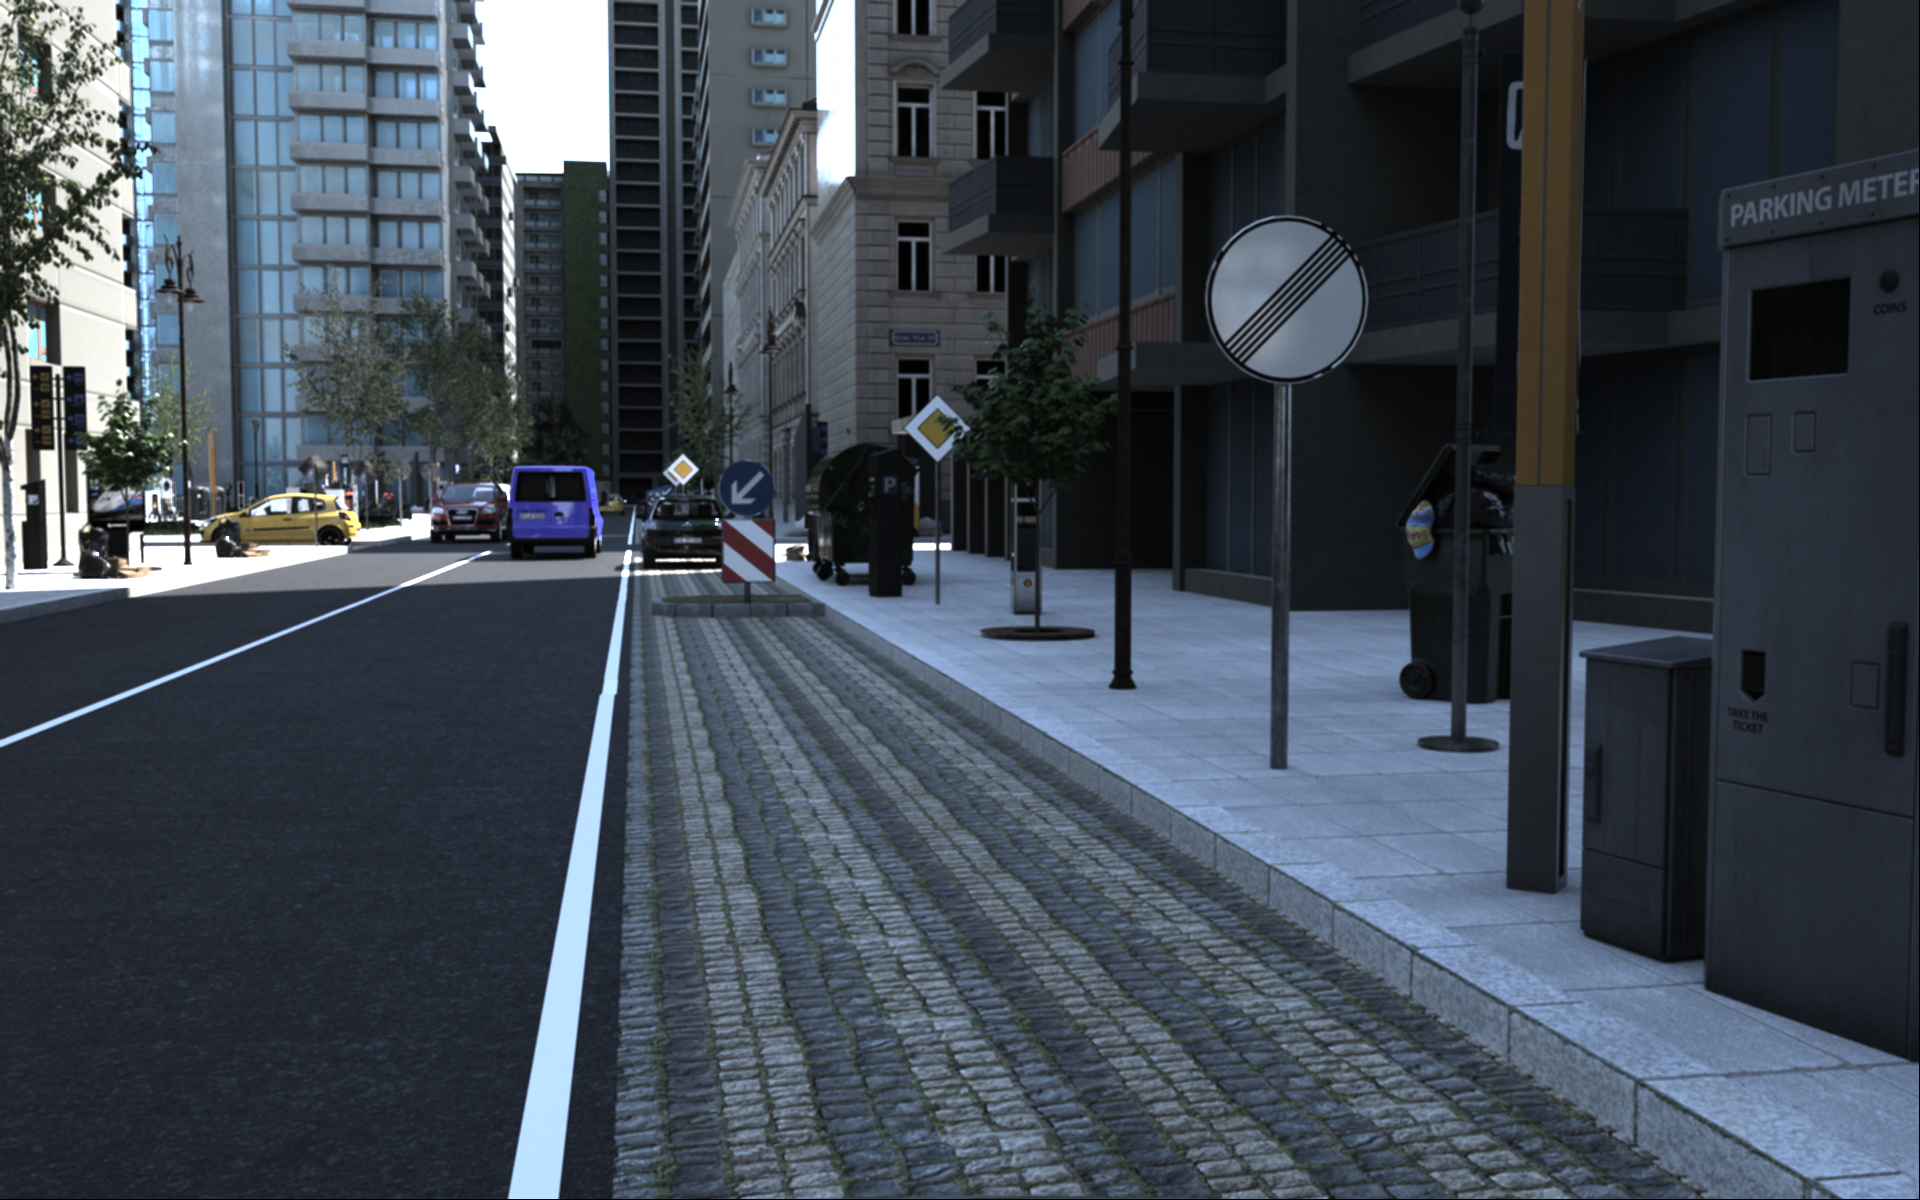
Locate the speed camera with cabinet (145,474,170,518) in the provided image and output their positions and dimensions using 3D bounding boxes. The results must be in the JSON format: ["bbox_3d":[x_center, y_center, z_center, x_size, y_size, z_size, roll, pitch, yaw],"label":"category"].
[{"bbox_3d":[-43.705,-6.099,94.046,0.660,3.252,2.038,0,4,4],"label":"speed camera with cabinet"}]

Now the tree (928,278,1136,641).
[{"bbox_3d":[0.689,-1.289,15.681,1.663,3.219,1.824,0,3,0],"label":"tree"}]

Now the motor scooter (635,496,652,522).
[{"bbox_3d":[-16.214,-4.646,88.737,0.815,1.314,1.986,-1,4,-9],"label":"motor scooter"}]

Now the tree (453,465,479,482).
[{"bbox_3d":[-34.001,-7.687,120.288,1.663,3.219,1.824,0,3,0],"label":"tree"}]

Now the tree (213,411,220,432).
[{"bbox_3d":[-41.004,-8.549,90.142,4.737,8.622,4.395,0,3,0],"label":"tree"}]

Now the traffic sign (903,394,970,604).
[{"bbox_3d":[-0.263,-1.156,20.085,0.795,2.450,0.064,0,4,-5],"label":"traffic sign"}]

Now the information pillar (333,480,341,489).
[{"bbox_3d":[-32.239,-5.209,89.655,0.304,2.012,0.304,1,4,23],"label":"information pillar"}]

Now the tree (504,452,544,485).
[{"bbox_3d":[-35.760,-9.721,142.644,4.285,4.588,4.351,0,3,0],"label":"tree"}]

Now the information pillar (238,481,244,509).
[{"bbox_3d":[-41.662,-5.864,100.365,0.304,2.012,0.304,-2,4,-26],"label":"information pillar"}]

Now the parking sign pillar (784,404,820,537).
[{"bbox_3d":[-4.638,-3.921,52.586,1.447,3.967,1.447,-1,4,-21],"label":"parking sign pillar"}]

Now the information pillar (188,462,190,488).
[{"bbox_3d":[-48.545,-7.184,108.812,0.504,3.616,0.183,2,4,31],"label":"information pillar"}]

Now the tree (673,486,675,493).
[{"bbox_3d":[-28.083,-10.860,172.166,1.663,3.219,1.824,0,3,0],"label":"tree"}]

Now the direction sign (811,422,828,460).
[{"bbox_3d":[-4.548,-3.801,54.151,0.876,3.537,0.379,-2,4,-27],"label":"direction sign"}]

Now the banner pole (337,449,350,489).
[{"bbox_3d":[-34.462,-6.525,96.700,0.401,3.779,0.863,3,5,40],"label":"banner pole"}]

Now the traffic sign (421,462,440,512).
[{"bbox_3d":[-21.278,-4.254,69.651,0.768,2.556,0.104,0,4,-1],"label":"traffic sign"}]

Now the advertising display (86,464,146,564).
[{"bbox_3d":[-15.415,-1.617,31.655,0.974,1.923,0.123,-3,5,-41],"label":"advertising display"}]

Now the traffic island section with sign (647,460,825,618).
[{"bbox_3d":[-2.720,-0.752,20.918,1.989,1.847,2.006,-1,4,-11],"label":"traffic island section with sign"}]

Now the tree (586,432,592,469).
[{"bbox_3d":[-38.055,-13.786,159.811,8.767,10.594,7.601,0,4,-6],"label":"tree"}]

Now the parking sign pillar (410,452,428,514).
[{"bbox_3d":[-34.697,-7.469,110.589,1.447,3.967,1.447,-2,4,-35],"label":"parking sign pillar"}]

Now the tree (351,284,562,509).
[{"bbox_3d":[-23.990,-8.777,77.918,8.767,10.594,7.601,3,4,36],"label":"tree"}]

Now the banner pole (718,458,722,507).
[{"bbox_3d":[-16.183,-7.771,117.065,0.401,3.779,0.863,1,4,11],"label":"banner pole"}]

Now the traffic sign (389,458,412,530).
[{"bbox_3d":[-20.016,-3.784,61.982,0.768,2.556,0.104,-1,4,-10],"label":"traffic sign"}]

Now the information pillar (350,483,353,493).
[{"bbox_3d":[-40.655,-6.821,116.014,0.304,2.012,0.304,0,4,7],"label":"information pillar"}]

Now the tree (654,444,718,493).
[{"bbox_3d":[-16.617,-7.524,106.727,4.285,4.588,4.351,0,3,0],"label":"tree"}]

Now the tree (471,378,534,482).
[{"bbox_3d":[-28.058,-9.493,105.578,4.737,8.622,4.395,0,3,0],"label":"tree"}]

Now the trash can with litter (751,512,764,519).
[{"bbox_3d":[-8.104,-3.356,65.931,2.233,1.210,1.678,-2,4,-27],"label":"trash can with litter"}]

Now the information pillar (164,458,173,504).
[{"bbox_3d":[-50.750,-7.325,111.121,0.504,3.616,0.183,-2,4,-23],"label":"information pillar"}]

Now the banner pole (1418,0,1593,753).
[{"bbox_3d":[2.755,-1.144,8.716,0.863,3.779,0.401,-1,4,-11],"label":"banner pole"}]

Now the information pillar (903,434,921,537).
[{"bbox_3d":[-1.426,-3.664,51.267,0.504,3.616,0.183,-1,4,-18],"label":"information pillar"}]

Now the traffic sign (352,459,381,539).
[{"bbox_3d":[-16.797,-2.778,49.069,0.795,2.450,0.064,-1,4,-11],"label":"traffic sign"}]

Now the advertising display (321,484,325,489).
[{"bbox_3d":[-41.411,-6.516,111.751,0.974,1.923,0.123,-3,4,-36],"label":"advertising display"}]

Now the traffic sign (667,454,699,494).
[{"bbox_3d":[-6.830,-2.394,42.779,0.795,2.450,0.064,-1,4,-11],"label":"traffic sign"}]

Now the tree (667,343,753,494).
[{"bbox_3d":[-12.376,-8.163,83.824,4.737,8.622,4.395,0,3,0],"label":"tree"}]

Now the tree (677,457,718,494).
[{"bbox_3d":[-14.852,-6.361,98.598,1.663,3.219,1.824,0,3,0],"label":"tree"}]

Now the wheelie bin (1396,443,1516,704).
[{"bbox_3d":[3.217,-0.182,10.879,0.980,1.594,0.693,-3,5,-43],"label":"wheelie bin"}]

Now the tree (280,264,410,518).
[{"bbox_3d":[-19.368,-6.412,55.191,4.360,8.622,3.978,0,3,0],"label":"tree"}]

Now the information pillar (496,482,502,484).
[{"bbox_3d":[-27.068,-5.953,101.820,0.304,2.012,0.304,-2,4,-26],"label":"information pillar"}]

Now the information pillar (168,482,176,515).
[{"bbox_3d":[-48.877,-6.293,107.379,0.304,2.012,0.304,0,4,7],"label":"information pillar"}]

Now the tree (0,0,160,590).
[{"bbox_3d":[-12.972,-4.439,22.936,4.737,8.622,4.395,0,3,0],"label":"tree"}]

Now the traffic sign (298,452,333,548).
[{"bbox_3d":[-15.332,-2.298,41.219,0.795,2.450,0.064,-1,4,-11],"label":"traffic sign"}]

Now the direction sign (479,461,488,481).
[{"bbox_3d":[-32.740,-7.769,119.022,0.876,3.537,0.379,3,4,38],"label":"direction sign"}]

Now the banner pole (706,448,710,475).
[{"bbox_3d":[-13.763,-6.400,94.664,0.401,3.779,0.863,-1,4,-22],"label":"banner pole"}]

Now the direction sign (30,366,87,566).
[{"bbox_3d":[-15.977,-2.371,30.770,0.876,3.537,0.379,-1,4,-17],"label":"direction sign"}]

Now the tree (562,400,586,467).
[{"bbox_3d":[-26.037,-9.696,92.945,8.767,10.594,7.601,3,5,42],"label":"tree"}]

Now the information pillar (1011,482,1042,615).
[{"bbox_3d":[0.706,-0.856,18.493,0.304,2.012,0.304,0,4,-5],"label":"information pillar"}]

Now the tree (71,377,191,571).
[{"bbox_3d":[-14.010,-2.100,28.943,1.663,3.219,1.824,0,3,0],"label":"tree"}]

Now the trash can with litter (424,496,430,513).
[{"bbox_3d":[-35.604,-6.447,116.794,1.055,1.170,0.624,-1,4,-18],"label":"trash can with litter"}]

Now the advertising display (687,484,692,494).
[{"bbox_3d":[-15.698,-5.949,102.478,0.974,1.923,0.123,1,4,17],"label":"advertising display"}]

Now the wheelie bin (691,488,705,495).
[{"bbox_3d":[-12.921,-4.765,85.821,0.980,1.594,0.693,2,4,27],"label":"wheelie bin"}]

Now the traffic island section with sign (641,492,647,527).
[{"bbox_3d":[-13.015,-4.130,76.147,1.989,1.847,2.006,-1,4,-11],"label":"traffic island section with sign"}]

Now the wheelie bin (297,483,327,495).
[{"bbox_3d":[-18.097,-2.473,48.336,0.693,1.594,0.980,2,4,24],"label":"wheelie bin"}]

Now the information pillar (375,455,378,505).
[{"bbox_3d":[-34.794,-6.846,103.292,0.183,3.616,0.504,-2,4,-23],"label":"information pillar"}]

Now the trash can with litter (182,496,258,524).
[{"bbox_3d":[-26.216,-3.111,61.919,1.678,1.210,2.233,2,4,34],"label":"trash can with litter"}]

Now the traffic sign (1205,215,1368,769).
[{"bbox_3d":[1.492,-0.485,8.028,0.768,2.556,0.104,0,4,-7],"label":"traffic sign"}]

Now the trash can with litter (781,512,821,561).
[{"bbox_3d":[-2.937,-1.342,33.336,1.055,1.170,0.624,1,4,18],"label":"trash can with litter"}]

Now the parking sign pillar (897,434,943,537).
[{"bbox_3d":[-1.239,-3.912,52.429,1.447,3.967,1.447,0,4,4],"label":"parking sign pillar"}]

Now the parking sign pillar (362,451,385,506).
[{"bbox_3d":[-36.336,-7.270,107.334,1.447,3.967,1.447,-2,4,-35],"label":"parking sign pillar"}]

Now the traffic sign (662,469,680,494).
[{"bbox_3d":[-8.296,-2.874,50.629,0.795,2.450,0.064,-1,4,-11],"label":"traffic sign"}]
